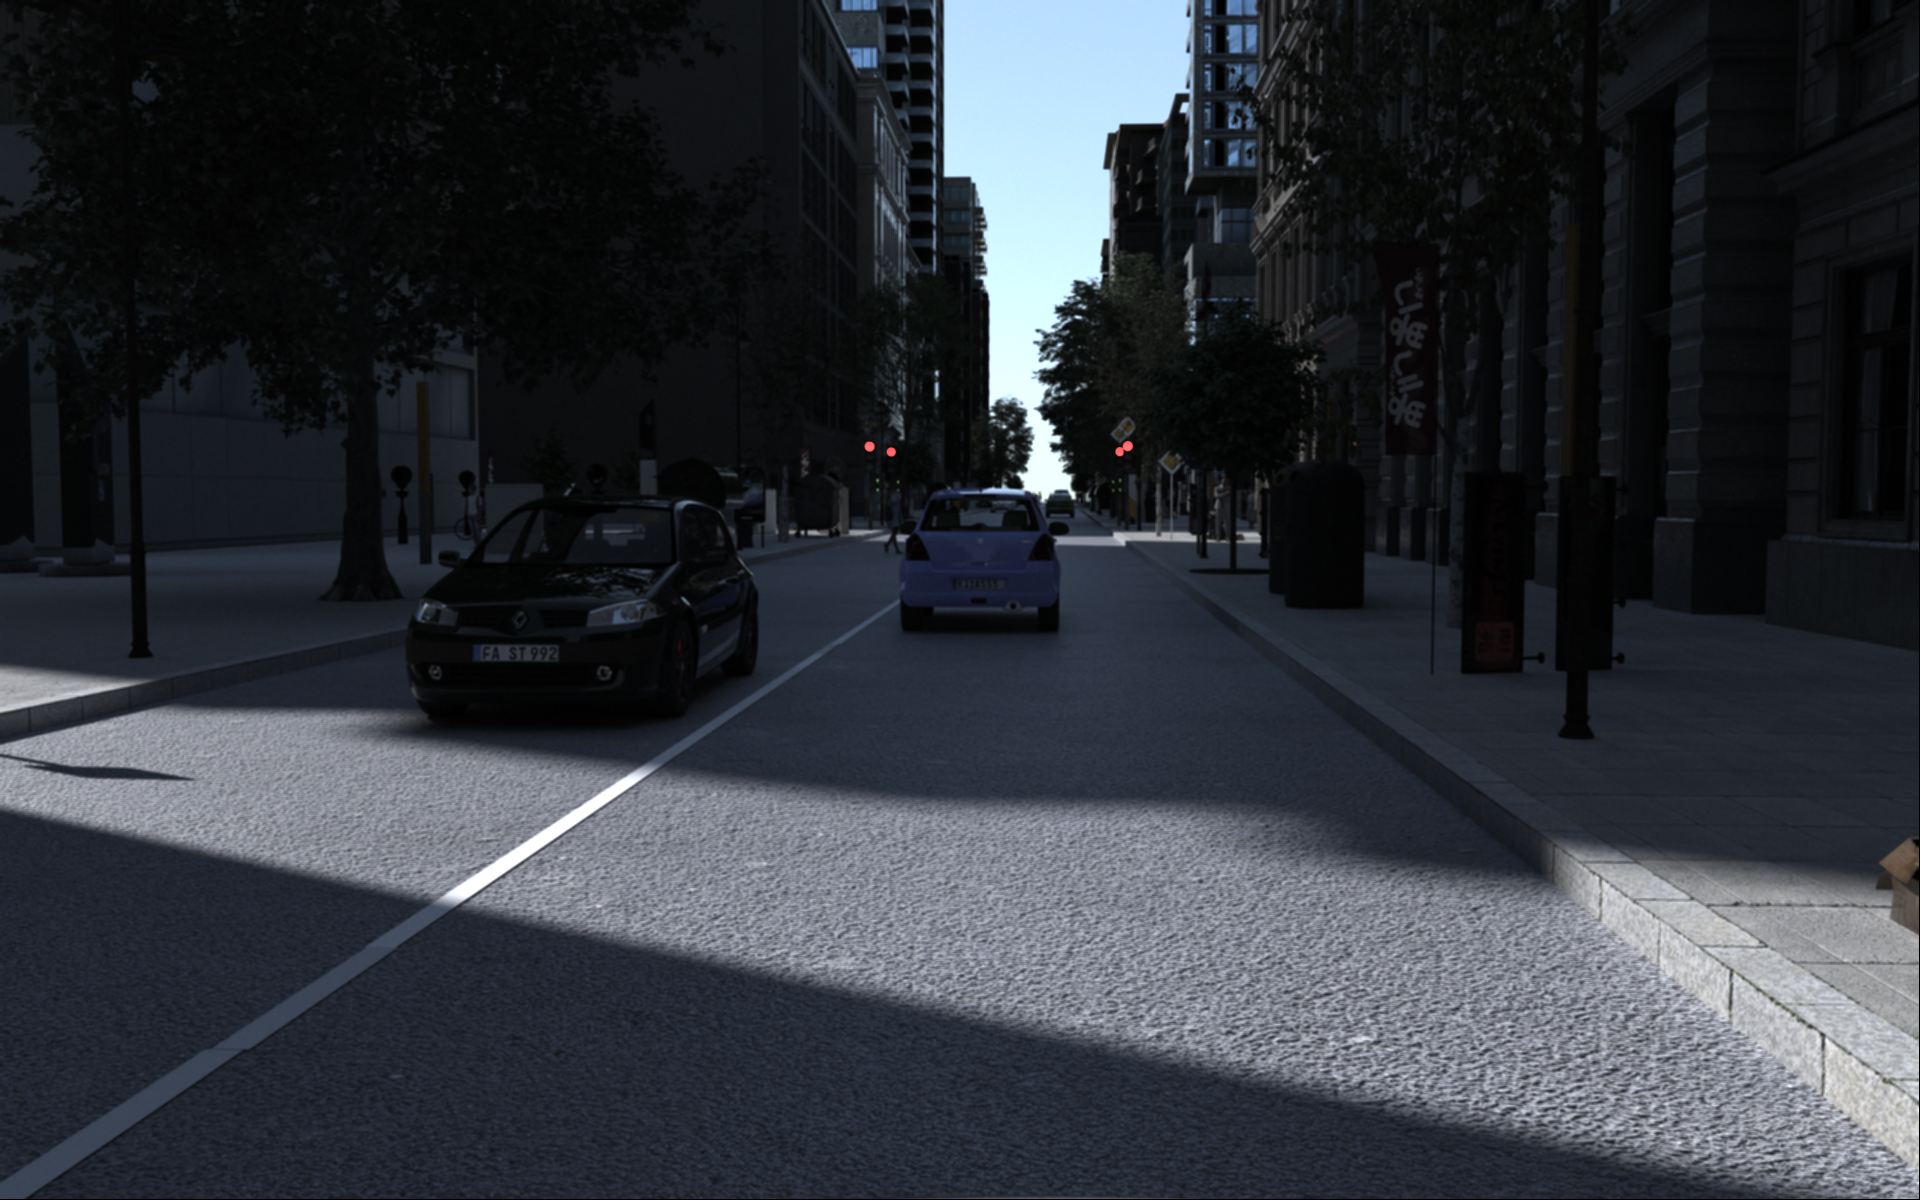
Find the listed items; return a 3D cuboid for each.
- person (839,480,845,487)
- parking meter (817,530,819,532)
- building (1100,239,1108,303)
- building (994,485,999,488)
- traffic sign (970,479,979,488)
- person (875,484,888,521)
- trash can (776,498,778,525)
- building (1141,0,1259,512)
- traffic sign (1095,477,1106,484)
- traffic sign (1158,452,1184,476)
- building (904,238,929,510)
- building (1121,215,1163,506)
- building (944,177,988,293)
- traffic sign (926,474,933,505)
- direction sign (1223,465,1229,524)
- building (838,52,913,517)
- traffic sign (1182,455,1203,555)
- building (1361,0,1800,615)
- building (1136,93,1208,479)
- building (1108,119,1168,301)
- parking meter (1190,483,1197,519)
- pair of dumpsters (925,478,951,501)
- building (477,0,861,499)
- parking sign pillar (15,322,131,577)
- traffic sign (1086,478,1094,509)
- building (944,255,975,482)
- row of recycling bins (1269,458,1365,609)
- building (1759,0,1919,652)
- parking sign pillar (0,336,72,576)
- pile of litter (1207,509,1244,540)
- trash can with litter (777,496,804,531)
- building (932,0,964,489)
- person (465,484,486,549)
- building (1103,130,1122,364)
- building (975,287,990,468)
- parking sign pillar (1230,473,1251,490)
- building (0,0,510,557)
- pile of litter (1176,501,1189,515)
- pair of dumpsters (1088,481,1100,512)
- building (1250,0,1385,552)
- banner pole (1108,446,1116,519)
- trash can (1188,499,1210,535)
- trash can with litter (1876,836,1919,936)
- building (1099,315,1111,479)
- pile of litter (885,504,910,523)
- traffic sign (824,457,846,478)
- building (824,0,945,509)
[{"bbox_3d":[-4.301,-3.444,62.525,0.466,1.800,0.511,-3,5,-40],"label":"person"},{"bbox_3d":[-4.700,-3.106,59.191,0.372,1.533,0.369,0,3,0],"label":"parking meter"},{"bbox_3d":[34.398,-38.763,288.403,22.147,44.769,28.867,0,4,3],"label":"building"},{"bbox_3d":[-9.486,-36.515,288.896,32.217,40.220,23.993,0,4,3],"label":"building"},{"bbox_3d":[1.206,-8.836,144.578,0.768,2.556,0.104,0,4,6],"label":"traffic sign"},{"bbox_3d":[-3.664,-4.665,82.661,0.694,1.780,0.624,-1,4,-20],"label":"person"},{"bbox_3d":[-7.466,-3.693,72.028,0.748,1.137,0.748,0,3,0],"label":"trash can"},{"bbox_3d":[25.461,-49.782,126.611,22.319,86.520,31.000,0,4,3],"label":"building"},{"bbox_3d":[8.884,-6.675,108.874,0.795,2.593,0.064,1,4,12],"label":"traffic sign"},{"bbox_3d":[5.994,-3.006,48.884,0.795,2.593,0.064,1,4,9],"label":"traffic sign"},{"bbox_3d":[-9.659,-17.621,129.908,13.314,21.916,24.055,0,4,3],"label":"building"},{"bbox_3d":[23.931,-25.042,181.133,14.160,30.474,14.107,0,4,3],"label":"building"},{"bbox_3d":[-7.237,-39.246,261.280,23.786,49.044,30.456,0,4,3],"label":"building"},{"bbox_3d":[-1.915,-6.080,99.508,0.768,2.556,0.104,0,4,7],"label":"traffic sign"},{"bbox_3d":[11.508,-5.054,74.626,0.379,3.537,0.876,0,4,-6],"label":"direction sign"},{"bbox_3d":[-10.395,-19.659,107.336,13.634,28.700,20.117,0,4,3],"label":"building"},{"bbox_3d":[5.065,-2.237,36.682,0.768,2.556,0.104,1,4,9],"label":"traffic sign"},{"bbox_3d":[13.101,-12.098,26.685,11.050,23.489,19.941,0,4,3],"label":"building"},{"bbox_3d":[31.496,-28.659,160.448,32.217,40.220,23.993,0,4,3],"label":"building"},{"bbox_3d":[29.106,-33.480,202.026,22.147,44.769,28.867,0,4,3],"label":"building"},{"bbox_3d":[12.187,-5.169,90.225,0.399,1.863,0.255,0,4,-3],"label":"parking meter"},{"bbox_3d":[-1.304,-6.237,104.468,1.574,2.255,4.437,0,4,3],"label":"pair of dumpsters"},{"bbox_3d":[-13.210,-17.818,84.831,14.314,27.812,24.014,0,4,3],"label":"building"},{"bbox_3d":[-13.770,-2.375,27.298,1.447,3.967,1.447,-1,4,-11],"label":"parking sign pillar"},{"bbox_3d":[10.616,-8.626,141.145,0.768,2.556,0.104,0,4,8],"label":"traffic sign"},{"bbox_3d":[-5.912,-26.634,207.164,14.160,30.474,14.107,0,4,3],"label":"building"},{"bbox_3d":[4.332,-0.848,20.983,1.069,1.692,3.534,0,4,7],"label":"row of recycling bins"},{"bbox_3d":[12.155,-8.724,7.263,10.561,19.102,19.286,0,4,3],"label":"building"},{"bbox_3d":[-15.771,-2.446,28.468,1.447,3.967,1.447,0,4,-4],"label":"parking sign pillar"},{"bbox_3d":[7.399,-2.124,48.698,1.176,0.858,1.719,0,4,1],"label":"pile of litter"},{"bbox_3d":[-6.238,-3.076,61.352,2.233,1.210,1.678,1,4,18],"label":"trash can with litter"},{"bbox_3d":[-10.017,-45.863,188.104,20.563,71.187,20.611,0,4,3],"label":"building"},{"bbox_3d":[-11.344,-1.954,40.590,0.503,1.515,0.523,0,4,-3],"label":"person"},{"bbox_3d":[34.912,-40.138,245.496,28.713,52.752,27.495,0,4,3],"label":"building"},{"bbox_3d":[-3.212,-28.593,239.189,14.160,30.474,14.107,0,4,3],"label":"building"},{"bbox_3d":[18.178,-7.574,112.306,1.447,3.967,1.447,1,4,14],"label":"parking sign pillar"},{"bbox_3d":[-29.458,-28.056,47.955,27.495,52.752,28.713,0,4,3],"label":"building"},{"bbox_3d":[13.764,-5.593,105.418,1.176,0.858,1.719,0,4,-6],"label":"pile of litter"},{"bbox_3d":[10.170,-7.585,126.513,1.574,2.255,4.437,0,4,3],"label":"pair of dumpsters"},{"bbox_3d":[14.318,-12.907,47.184,11.583,22.565,21.152,0,4,3],"label":"building"},{"bbox_3d":[7.911,-6.046,88.872,0.401,3.779,0.863,-2,4,-26],"label":"banner pole"},{"bbox_3d":[7.491,-2.613,54.375,0.748,1.137,0.748,0,3,0],"label":"trash can"},{"bbox_3d":[2.843,0.405,4.771,0.624,1.170,1.055,0,4,6],"label":"trash can with litter"},{"bbox_3d":[28.387,-30.336,267.701,14.160,30.474,14.107,0,4,3],"label":"building"},{"bbox_3d":[-2.819,-3.922,78.092,1.176,0.858,1.719,0,4,6],"label":"pile of litter"},{"bbox_3d":[-4.242,-3.589,58.789,0.768,2.556,0.104,0,4,8],"label":"traffic sign"},{"bbox_3d":[-12.246,-51.905,161.320,22.319,86.520,31.000,0,4,3],"label":"building"}]
